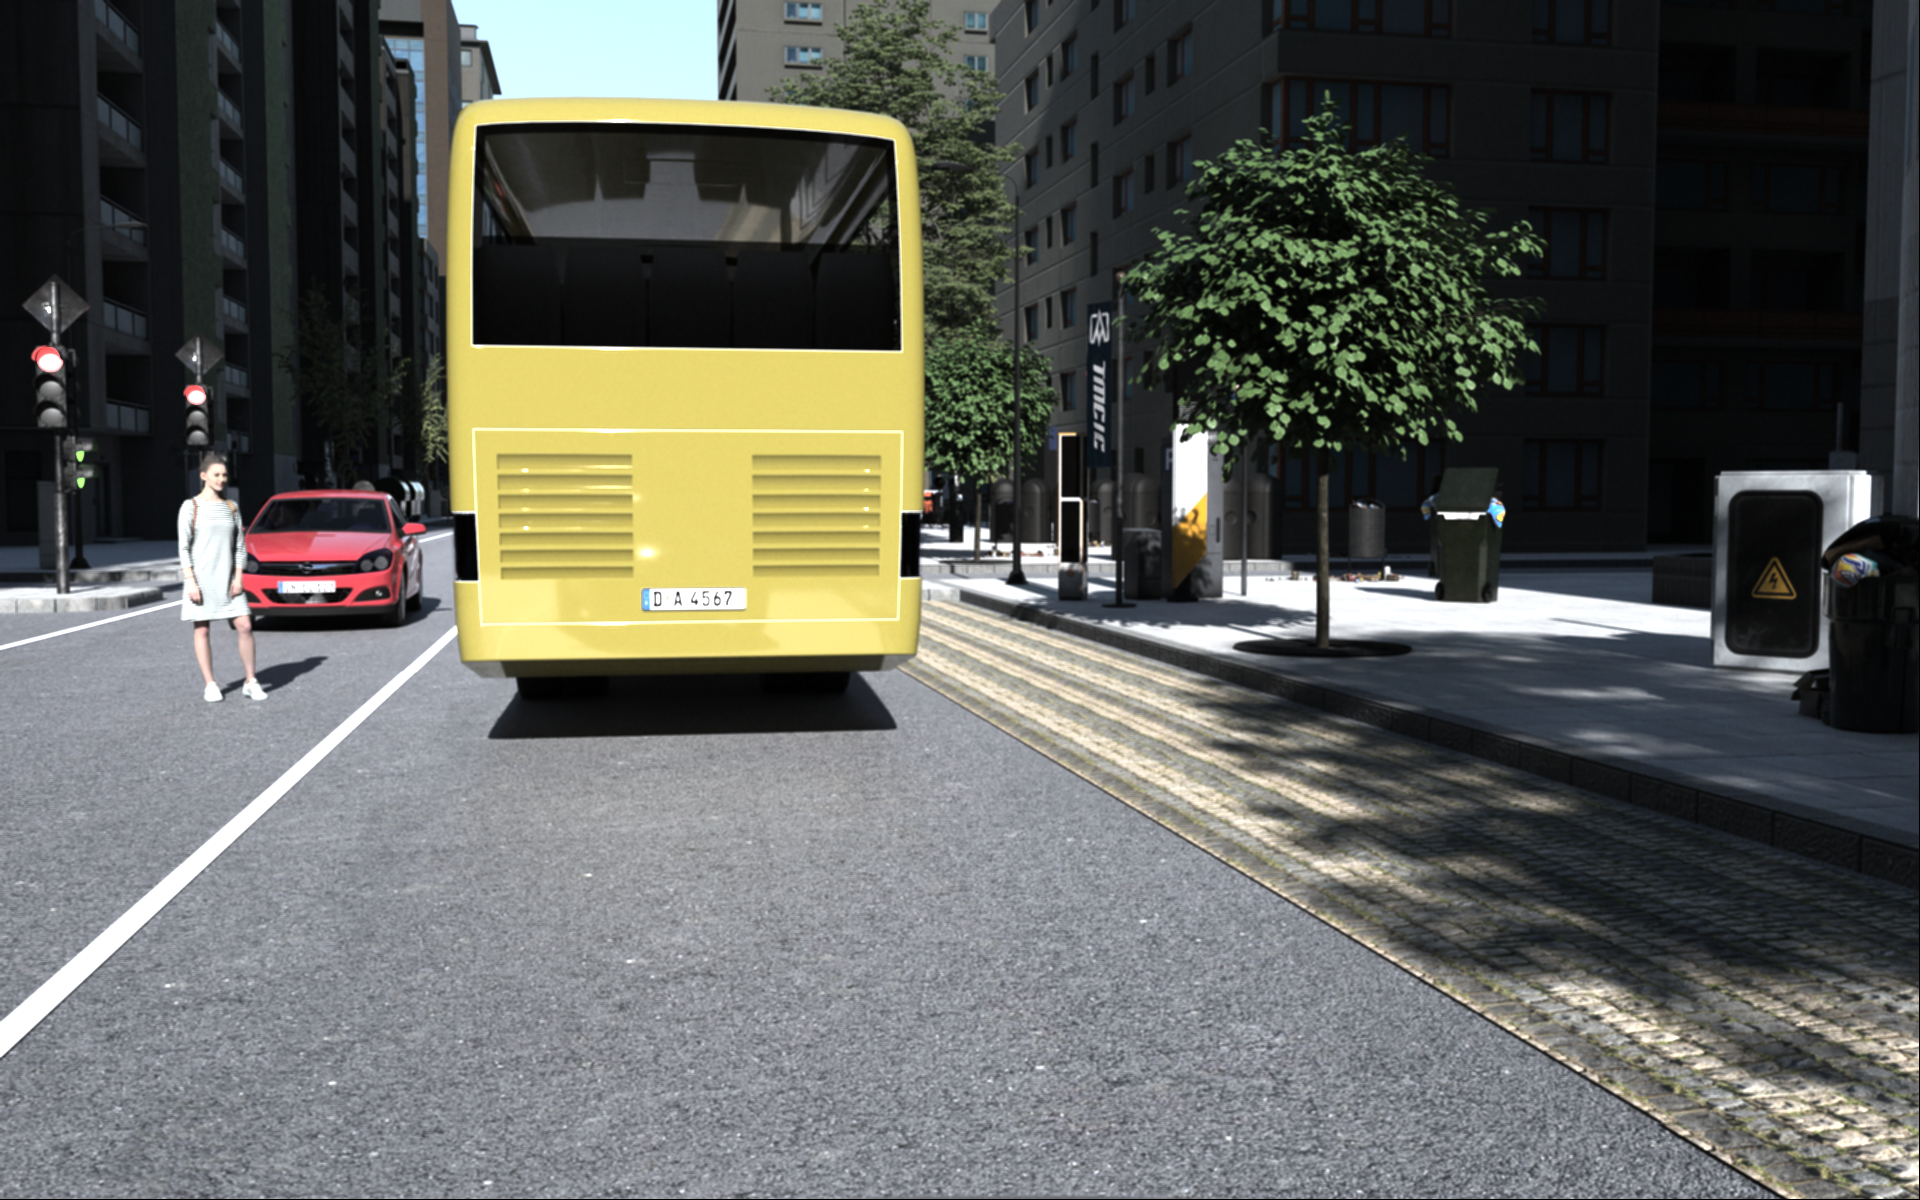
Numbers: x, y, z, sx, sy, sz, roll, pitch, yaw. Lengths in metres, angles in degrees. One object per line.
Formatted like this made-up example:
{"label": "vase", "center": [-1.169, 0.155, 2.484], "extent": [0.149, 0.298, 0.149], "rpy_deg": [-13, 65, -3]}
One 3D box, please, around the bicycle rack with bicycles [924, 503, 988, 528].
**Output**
{"label": "bicycle rack with bicycles", "center": [-0.142, -3.229, 66.179], "extent": [2.852, 0.926, 2.925], "rpy_deg": [-1, 4, -15]}

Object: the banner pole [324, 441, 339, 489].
{"label": "banner pole", "center": [-25.971, -5.000, 71.767], "extent": [0.401, 3.779, 0.863], "rpy_deg": [2, 4, 34]}

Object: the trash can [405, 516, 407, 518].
{"label": "trash can", "center": [-28.408, -4.670, 88.003], "extent": [0.748, 1.137, 0.748], "rpy_deg": [0, 3, 0]}

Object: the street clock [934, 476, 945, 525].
{"label": "street clock", "center": [-0.842, -4.073, 71.168], "extent": [0.471, 2.002, 0.358], "rpy_deg": [0, 4, 3]}

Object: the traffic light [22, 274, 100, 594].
{"label": "traffic light", "center": [-11.538, -2.036, 22.209], "extent": [0.839, 4.253, 0.868], "rpy_deg": [-1, 4, -12]}

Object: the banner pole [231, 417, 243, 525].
{"label": "banner pole", "center": [-23.654, -4.077, 56.683], "extent": [0.401, 3.779, 0.863], "rpy_deg": [-3, 5, -45]}

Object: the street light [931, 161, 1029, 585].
{"label": "street light", "center": [0.279, -3.174, 24.443], "extent": [1.470, 5.913, 1.316], "rpy_deg": [-1, 4, -12]}

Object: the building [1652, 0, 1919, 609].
{"label": "building", "center": [19.804, -28.612, 9.813], "extent": [21.231, 58.520, 28.212], "rpy_deg": [-1, 4, -12]}

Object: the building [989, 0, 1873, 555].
{"label": "building", "center": [17.983, -12.673, 52.240], "extent": [28.899, 21.520, 27.650], "rpy_deg": [-1, 4, -12]}

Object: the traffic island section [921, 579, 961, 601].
{"label": "traffic island section", "center": [-1.250, -0.132, 24.434], "extent": [2.009, 0.180, 2.903], "rpy_deg": [-1, 4, -12]}

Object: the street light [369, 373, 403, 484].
{"label": "street light", "center": [-22.135, -5.758, 66.690], "extent": [1.470, 5.913, 1.316], "rpy_deg": [-1, 4, -12]}

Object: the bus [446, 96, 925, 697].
{"label": "bus", "center": [-2.465, -1.444, 15.162], "extent": [2.896, 3.916, 12.252], "rpy_deg": [-1, 4, -10]}

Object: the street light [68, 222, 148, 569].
{"label": "street light", "center": [-14.571, -3.492, 29.631], "extent": [1.470, 5.913, 1.316], "rpy_deg": [-1, 4, -12]}

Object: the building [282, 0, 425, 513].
{"label": "building", "center": [-41.839, -20.599, 108.503], "extent": [14.160, 30.474, 14.107], "rpy_deg": [-1, 4, -12]}

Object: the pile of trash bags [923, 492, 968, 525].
{"label": "pile of trash bags", "center": [-0.884, -3.913, 73.728], "extent": [1.912, 1.369, 3.447], "rpy_deg": [1, 4, 16]}

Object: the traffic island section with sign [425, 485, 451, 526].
{"label": "traffic island section with sign", "center": [-22.906, -4.221, 77.645], "extent": [1.989, 1.847, 2.006], "rpy_deg": [-1, 4, -12]}

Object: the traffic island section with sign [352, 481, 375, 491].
{"label": "traffic island section with sign", "center": [-17.327, -2.553, 50.363], "extent": [1.989, 1.847, 2.006], "rpy_deg": [-1, 4, -12]}

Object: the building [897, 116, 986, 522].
{"label": "building", "center": [4.672, -15.339, 95.832], "extent": [27.650, 21.520, 28.899], "rpy_deg": [-1, 4, -12]}

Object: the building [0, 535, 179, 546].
{"label": "building", "center": [-27.915, -22.026, 43.719], "extent": [14.154, 41.232, 14.086], "rpy_deg": [-1, 4, -12]}

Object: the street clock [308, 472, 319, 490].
{"label": "street clock", "center": [-20.875, -3.145, 55.997], "extent": [0.358, 2.002, 0.471], "rpy_deg": [0, 4, -5]}

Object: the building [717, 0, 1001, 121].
{"label": "building", "center": [-6.971, -31.073, 131.747], "extent": [21.300, 48.544, 21.600], "rpy_deg": [-1, 4, -12]}

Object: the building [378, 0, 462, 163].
{"label": "building", "center": [-50.653, -30.581, 150.112], "extent": [14.600, 45.320, 14.200], "rpy_deg": [-1, 4, -12]}

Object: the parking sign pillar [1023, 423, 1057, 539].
{"label": "parking sign pillar", "center": [2.299, -3.766, 50.039], "extent": [1.447, 3.967, 1.447], "rpy_deg": [-2, 4, -27]}

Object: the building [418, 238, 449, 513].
{"label": "building", "center": [-52.396, -17.339, 128.531], "extent": [27.650, 21.520, 28.899], "rpy_deg": [-1, 4, -12]}

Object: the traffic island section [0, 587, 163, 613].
{"label": "traffic island section", "center": [-11.580, -0.003, 22.335], "extent": [2.009, 0.180, 2.903], "rpy_deg": [-1, 4, -12]}

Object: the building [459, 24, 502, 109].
{"label": "building", "center": [-67.393, -37.210, 197.628], "extent": [28.713, 52.752, 27.495], "rpy_deg": [-1, 4, -12]}

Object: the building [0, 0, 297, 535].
{"label": "building", "center": [-33.926, -23.327, 64.994], "extent": [14.154, 41.232, 14.086], "rpy_deg": [-1, 4, -12]}

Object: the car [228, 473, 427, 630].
{"label": "car", "center": [-7.192, -0.659, 19.808], "extent": [2.155, 1.783, 4.494], "rpy_deg": [-1, 4, -13]}

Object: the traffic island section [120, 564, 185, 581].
{"label": "traffic island section", "center": [-13.179, -0.482, 30.159], "extent": [2.009, 0.180, 2.903], "rpy_deg": [-1, 4, -12]}

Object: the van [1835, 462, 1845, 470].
{"label": "van", "center": [16.384, -1.541, 32.209], "extent": [4.112, 2.044, 2.013], "rpy_deg": [-1, 4, -12]}

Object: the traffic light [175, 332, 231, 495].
{"label": "traffic light", "center": [-13.138, -2.514, 30.032], "extent": [0.839, 4.253, 0.868], "rpy_deg": [-1, 4, -12]}

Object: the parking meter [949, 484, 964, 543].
{"label": "parking meter", "center": [-0.096, -2.284, 45.749], "extent": [0.372, 1.533, 0.369], "rpy_deg": [0, 3, 0]}
